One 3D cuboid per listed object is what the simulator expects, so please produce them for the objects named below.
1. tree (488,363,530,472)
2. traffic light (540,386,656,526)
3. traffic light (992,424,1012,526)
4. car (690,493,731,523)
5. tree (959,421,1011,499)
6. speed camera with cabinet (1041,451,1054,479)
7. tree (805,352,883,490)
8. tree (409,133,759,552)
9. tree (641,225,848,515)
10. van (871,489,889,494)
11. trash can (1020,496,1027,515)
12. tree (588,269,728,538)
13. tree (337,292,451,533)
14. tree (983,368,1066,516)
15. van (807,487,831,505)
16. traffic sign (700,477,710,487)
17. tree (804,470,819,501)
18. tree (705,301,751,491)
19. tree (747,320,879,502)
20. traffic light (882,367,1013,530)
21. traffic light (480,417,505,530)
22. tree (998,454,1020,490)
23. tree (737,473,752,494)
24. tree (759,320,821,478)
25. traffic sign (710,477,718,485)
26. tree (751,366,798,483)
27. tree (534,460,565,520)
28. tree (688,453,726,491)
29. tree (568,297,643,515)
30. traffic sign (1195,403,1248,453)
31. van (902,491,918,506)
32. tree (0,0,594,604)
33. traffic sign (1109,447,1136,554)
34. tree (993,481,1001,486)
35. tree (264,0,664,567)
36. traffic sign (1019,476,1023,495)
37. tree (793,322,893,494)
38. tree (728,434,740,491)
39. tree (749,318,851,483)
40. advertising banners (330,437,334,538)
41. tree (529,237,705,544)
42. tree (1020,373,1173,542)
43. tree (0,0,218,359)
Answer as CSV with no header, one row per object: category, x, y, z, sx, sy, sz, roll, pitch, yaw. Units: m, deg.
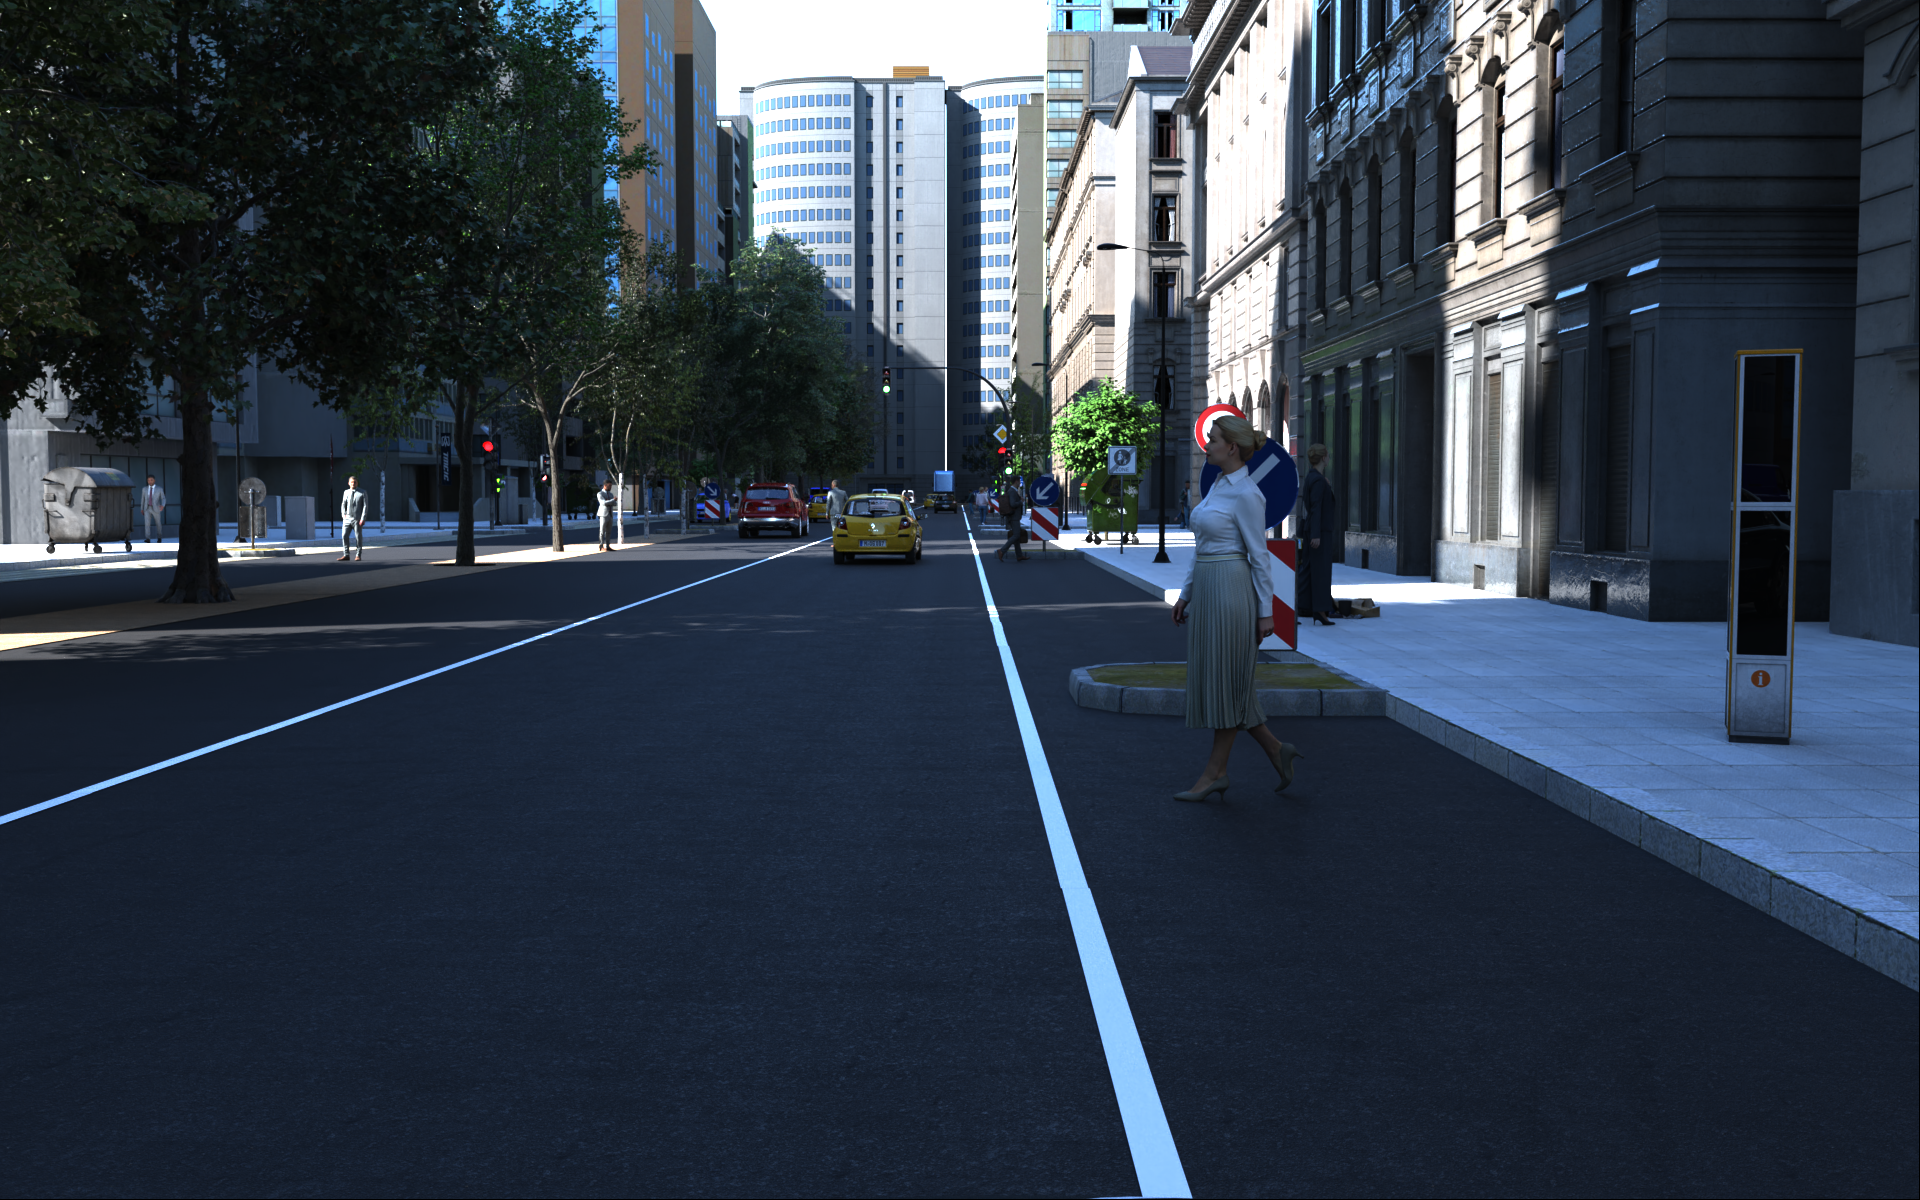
tree,-19.935,-7.981,80.845,4.360,8.622,3.978,0,3,0
traffic light,-14.671,-5.829,69.979,4.771,5.953,1.251,0,3,0
traffic light,1.699,-4.957,69.970,0.839,4.253,0.868,0,3,0
car,-12.569,-4.742,87.121,1.945,1.707,3.694,0,4,0
tree,3.865,-17.598,222.142,8.767,10.594,7.601,1,4,11
speed camera with cabinet,3.989,-5.205,79.434,0.660,3.252,2.038,0,4,3
tree,-9.716,-12.862,130.880,7.486,12.596,7.792,0,3,0
tree,-9.895,-6.479,42.801,8.767,10.594,7.601,0,3,0
tree,-9.731,-10.630,82.913,9.857,13.997,8.962,0,3,0
van,-6.544,-8.259,142.053,2.013,2.044,4.112,0,4,-1
trash can,3.727,-5.730,105.334,0.748,1.137,0.748,0,3,0
tree,-10.011,-6.254,55.071,4.737,8.622,4.395,0,3,0
tree,-19.074,-6.538,57.261,4.737,8.622,4.395,0,3,0
tree,4.009,-9.257,101.720,4.737,8.622,4.395,0,3,0
van,-12.580,-9.275,156.037,2.240,2.365,5.245,0,4,-1
traffic sign,-19.098,-7.936,129.852,0.768,2.556,0.104,1,4,9
tree,-19.104,-16.587,221.563,4.737,8.622,4.395,0,3,0
tree,-9.620,-6.565,60.162,4.360,8.622,3.978,0,3,0
tree,-10.007,-11.582,108.836,9.611,12.733,9.660,0,3,0
traffic light,-0.388,-5.332,61.842,4.771,5.953,1.251,0,3,0
traffic light,-16.758,-4.467,61.958,0.839,4.253,0.868,0,3,0
tree,4.428,-9.312,135.963,4.285,4.588,4.351,0,3,0
tree,-19.920,-10.182,161.080,1.663,3.219,1.824,0,3,0
tree,-10.011,-8.352,73.421,8.767,10.594,7.601,0,3,0
traffic sign,-18.724,-8.034,131.455,0.768,2.556,0.104,0,4,3
tree,-10.186,-8.469,91.286,4.360,8.622,3.978,0,3,0
tree,-20.840,-5.680,87.467,1.663,3.219,1.824,0,3,0
tree,-19.954,-9.371,136.928,4.285,4.588,4.351,0,3,0
tree,-19.606,-12.222,106.487,9.857,13.997,8.962,0,3,0
traffic sign,3.673,-1.482,24.331,0.768,2.556,0.104,0,4,5
van,-6.136,-12.294,208.024,2.013,2.044,4.112,0,4,1
tree,-10.080,-6.314,22.700,9.611,12.733,9.660,0,3,0
traffic sign,3.460,-2.134,37.018,0.606,2.300,0.079,0,4,0
tree,4.808,-13.449,214.497,1.663,3.219,1.824,0,3,0
tree,-9.695,-6.461,33.857,9.928,11.665,9.643,0,3,0
traffic sign,4.120,-7.377,120.715,0.768,2.556,0.104,1,4,9
tree,-9.631,-12.678,120.107,12.009,13.543,11.850,0,3,0
tree,-19.554,-11.723,142.033,4.737,8.622,4.395,0,3,0
tree,-9.987,-10.411,98.425,9.928,11.665,9.643,0,3,0
advertising banners,-18.541,-3.358,51.091,0.090,3.025,2.074,-1,4,-21
tree,-9.656,-5.896,49.220,4.360,8.622,3.978,0,3,0
tree,4.099,-3.892,47.354,4.285,4.588,4.351,0,3,0
tree,-9.788,-5.718,14.072,7.486,12.596,7.792,0,3,0
